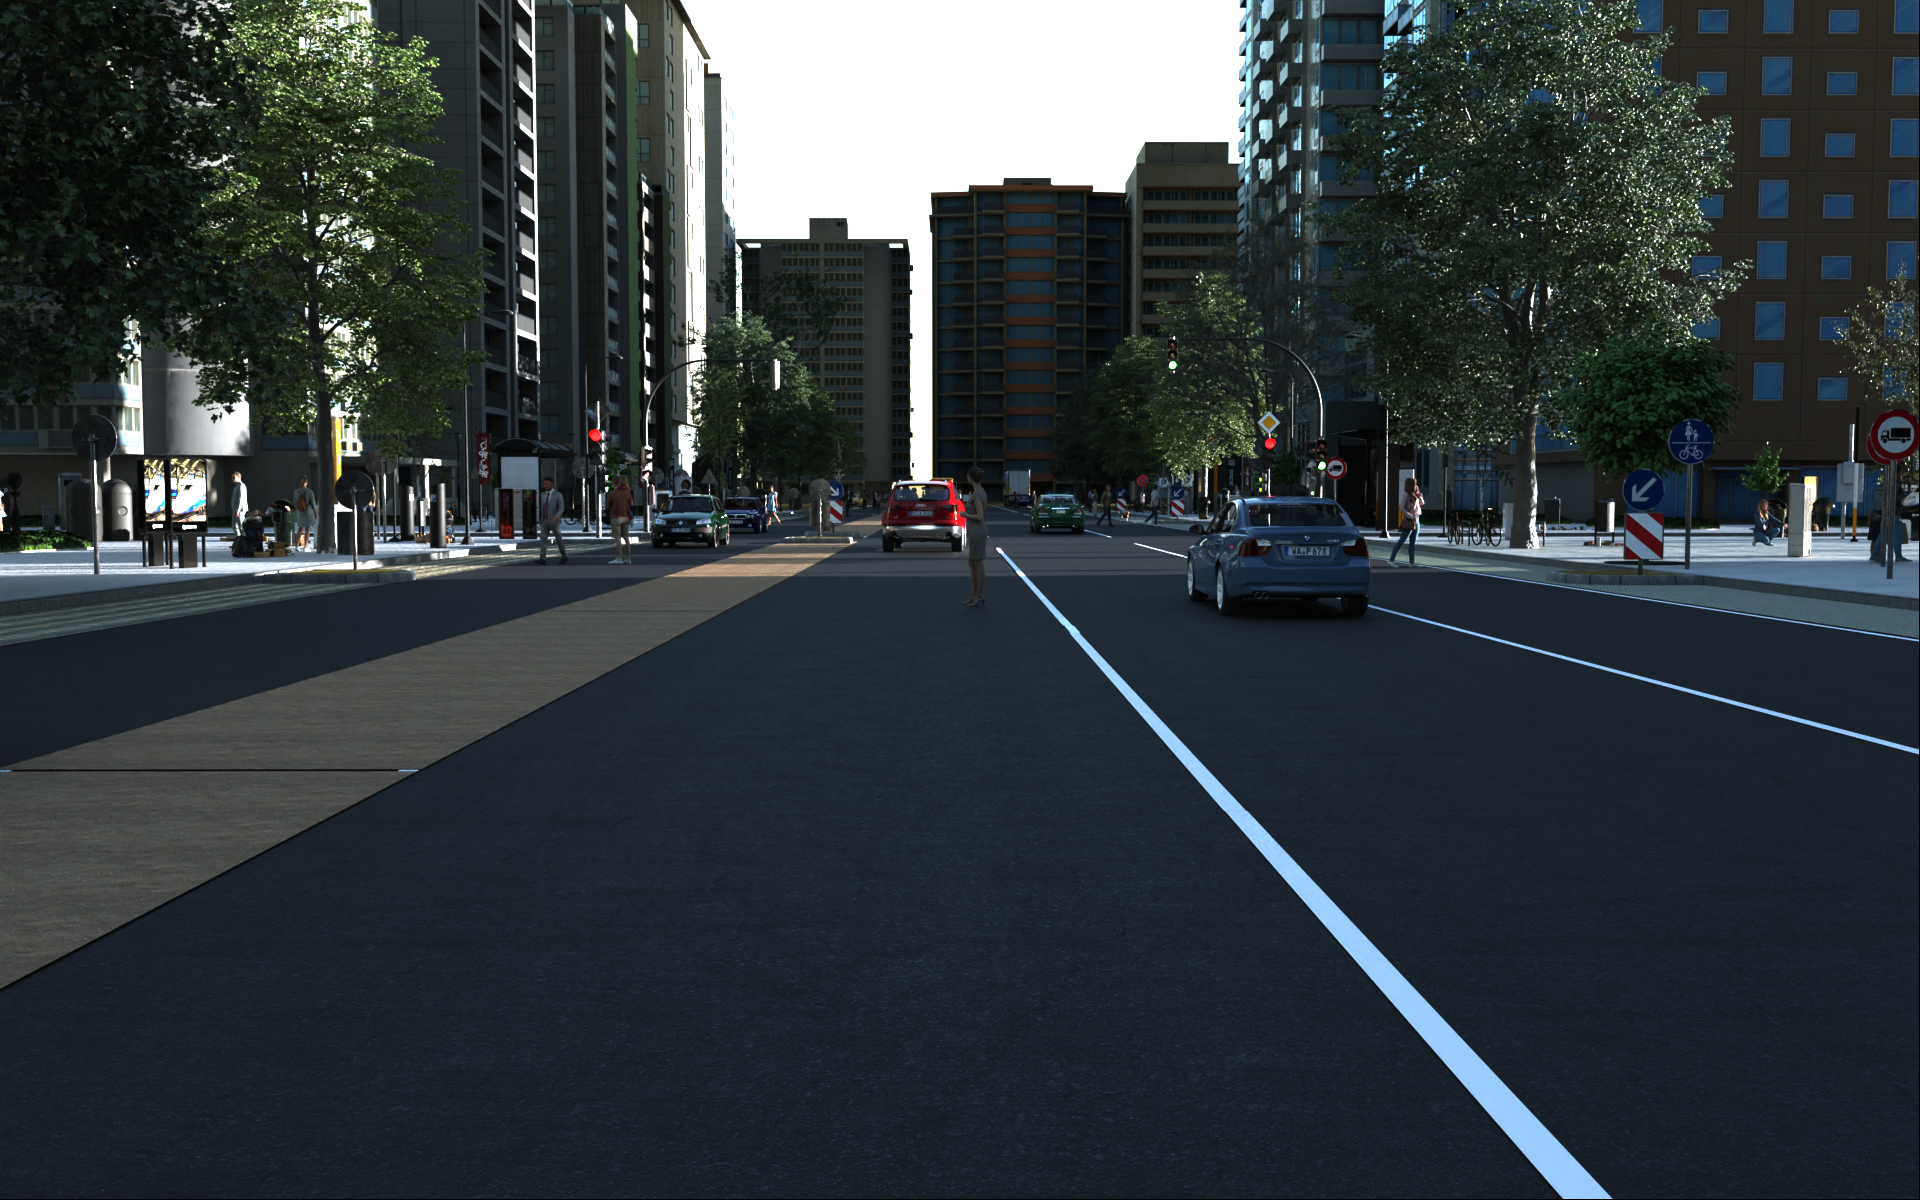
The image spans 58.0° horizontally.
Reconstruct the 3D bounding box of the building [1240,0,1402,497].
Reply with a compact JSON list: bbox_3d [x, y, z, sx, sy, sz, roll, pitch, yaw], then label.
[{"bbox_3d":[37.459,-32.345,148.450,23.786,49.044,30.456,0,4,0],"label":"building"}]

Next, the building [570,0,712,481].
[{"bbox_3d":[-41.336,-36.144,180.195,27.495,52.752,28.713,0,4,0],"label":"building"}]

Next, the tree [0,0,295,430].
[{"bbox_3d":[-12.915,-6.369,21.135,9.611,12.733,9.660,0,3,0],"label":"tree"}]

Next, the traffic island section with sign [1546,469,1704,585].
[{"bbox_3d":[10.627,-1.184,27.992,1.989,1.847,2.006,0,4,0],"label":"traffic island section with sign"}]

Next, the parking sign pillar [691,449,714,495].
[{"bbox_3d":[-15.112,-6.928,101.744,1.447,3.967,1.447,-1,4,-16],"label":"parking sign pillar"}]

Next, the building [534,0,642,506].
[{"bbox_3d":[-34.175,-27.927,140.205,14.154,41.232,14.086,0,4,0],"label":"building"}]

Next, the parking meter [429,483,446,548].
[{"bbox_3d":[-12.412,-2.003,41.156,0.372,1.533,0.369,0,3,0],"label":"parking meter"}]

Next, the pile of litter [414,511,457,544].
[{"bbox_3d":[-13.718,-1.918,45.321,1.176,0.858,1.719,0,4,-4],"label":"pile of litter"}]

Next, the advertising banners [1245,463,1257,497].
[{"bbox_3d":[16.522,-6.201,97.576,0.090,3.025,2.074,-1,4,-16],"label":"advertising banners"}]

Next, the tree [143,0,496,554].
[{"bbox_3d":[-14.100,-7.281,37.170,7.486,12.596,7.792,0,3,0],"label":"tree"}]

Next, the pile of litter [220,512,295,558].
[{"bbox_3d":[-14.256,-1.321,35.562,1.176,0.858,1.719,1,4,19],"label":"pile of litter"}]

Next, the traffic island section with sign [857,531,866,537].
[{"bbox_3d":[-4.205,-3.063,58.220,2.006,1.907,1.989,0,4,0],"label":"traffic island section with sign"}]

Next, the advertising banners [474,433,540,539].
[{"bbox_3d":[-12.907,-3.251,49.339,2.074,3.025,0.090,1,4,17],"label":"advertising banners"}]

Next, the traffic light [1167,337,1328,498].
[{"bbox_3d":[8.354,-4.632,50.400,4.771,5.953,1.251,0,4,0],"label":"traffic light"}]

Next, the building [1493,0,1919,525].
[{"bbox_3d":[33.579,-26.166,77.930,14.200,45.320,14.600,0,4,0],"label":"building"}]

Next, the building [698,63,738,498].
[{"bbox_3d":[-45.483,-42.708,240.273,28.212,58.520,21.231,0,4,0],"label":"building"}]

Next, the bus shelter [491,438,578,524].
[{"bbox_3d":[-15.884,-4.336,64.825,2.014,3.302,5.546,0,4,0],"label":"bus shelter"}]

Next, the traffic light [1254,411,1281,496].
[{"bbox_3d":[10.393,-4.258,58.540,0.839,4.253,0.868,0,4,0],"label":"traffic light"}]

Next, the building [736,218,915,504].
[{"bbox_3d":[-18.670,-33.915,246.384,23.993,40.220,32.217,0,4,0],"label":"building"}]

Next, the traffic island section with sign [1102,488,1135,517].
[{"bbox_3d":[10.107,-6.227,110.432,1.989,1.847,2.006,0,4,0],"label":"traffic island section with sign"}]

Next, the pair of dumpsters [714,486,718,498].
[{"bbox_3d":[-16.437,-6.619,110.708,1.574,2.255,4.437,0,4,0],"label":"pair of dumpsters"}]

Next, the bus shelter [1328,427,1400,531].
[{"bbox_3d":[15.002,-4.411,63.399,1.731,3.624,6.357,0,4,0],"label":"bus shelter"}]

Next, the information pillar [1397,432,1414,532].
[{"bbox_3d":[15.029,-4.097,58.347,0.504,3.616,0.183,2,4,24],"label":"information pillar"}]

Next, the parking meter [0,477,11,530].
[{"bbox_3d":[-33.496,-3.358,60.615,0.255,1.863,0.399,1,4,16],"label":"parking meter"}]

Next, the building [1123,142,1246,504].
[{"bbox_3d":[33.804,-37.765,241.159,21.600,48.544,21.300,0,4,0],"label":"building"}]

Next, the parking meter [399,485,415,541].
[{"bbox_3d":[-15.155,-2.389,47.464,0.372,1.533,0.369,0,3,0],"label":"parking meter"}]

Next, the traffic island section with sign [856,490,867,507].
[{"bbox_3d":[-11.123,-10.986,188.253,1.989,1.847,2.006,0,4,0],"label":"traffic island section with sign"}]

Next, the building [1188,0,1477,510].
[{"bbox_3d":[37.127,-52.952,178.436,22.319,86.520,31.000,0,4,0],"label":"building"}]

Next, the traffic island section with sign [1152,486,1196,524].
[{"bbox_3d":[10.283,-4.578,83.478,1.989,1.847,2.006,0,4,0],"label":"traffic island section with sign"}]

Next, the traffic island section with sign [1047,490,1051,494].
[{"bbox_3d":[9.599,-11.001,188.500,1.989,1.847,2.006,0,4,0],"label":"traffic island section with sign"}]

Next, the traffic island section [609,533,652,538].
[{"bbox_3d":[-10.607,-2.217,58.523,2.009,0.180,2.903,0,4,0],"label":"traffic island section"}]

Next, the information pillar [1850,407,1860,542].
[{"bbox_3d":[24.138,-3.382,46.649,0.183,3.616,0.504,2,4,28],"label":"information pillar"}]

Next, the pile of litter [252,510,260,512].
[{"bbox_3d":[-19.461,-2.037,47.278,1.719,0.858,1.176,3,5,43],"label":"pile of litter"}]

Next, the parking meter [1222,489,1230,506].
[{"bbox_3d":[12.968,-4.656,84.543,0.372,1.533,0.369,0,3,0],"label":"parking meter"}]

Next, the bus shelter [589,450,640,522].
[{"bbox_3d":[-15.888,-5.317,80.856,2.014,3.302,5.546,0,4,0],"label":"bus shelter"}]

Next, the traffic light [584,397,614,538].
[{"bbox_3d":[-10.515,-3.760,50.403,0.839,4.253,0.868,0,4,0],"label":"traffic light"}]

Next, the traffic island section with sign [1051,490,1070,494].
[{"bbox_3d":[9.771,-9.353,161.546,1.989,1.847,2.006,0,4,0],"label":"traffic island section with sign"}]

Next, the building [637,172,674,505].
[{"bbox_3d":[-33.851,-23.444,155.006,14.160,30.474,14.107,0,4,0],"label":"building"}]

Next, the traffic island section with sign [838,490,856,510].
[{"bbox_3d":[-10.950,-9.317,160.961,1.989,1.847,2.006,0,4,0],"label":"traffic island section with sign"}]

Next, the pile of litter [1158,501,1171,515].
[{"bbox_3d":[12.735,-5.706,107.252,1.719,0.858,1.176,-3,5,-45],"label":"pile of litter"}]

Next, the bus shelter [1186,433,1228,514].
[{"bbox_3d":[15.847,-8.185,111.460,2.179,5.291,8.768,0,4,0],"label":"bus shelter"}]

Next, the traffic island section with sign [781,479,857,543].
[{"bbox_3d":[-4.167,-2.610,50.813,2.006,1.907,1.989,0,4,0],"label":"traffic island section with sign"}]

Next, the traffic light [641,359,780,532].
[{"bbox_3d":[-8.476,-5.123,58.437,4.771,5.953,1.251,0,4,0],"label":"traffic light"}]

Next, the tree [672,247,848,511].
[{"bbox_3d":[-15.352,-16.999,133.827,12.611,20.169,13.585,0,3,0],"label":"tree"}]

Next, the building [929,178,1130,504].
[{"bbox_3d":[8.563,-35.948,242.372,28.867,44.769,22.147,0,4,0],"label":"building"}]

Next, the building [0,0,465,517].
[{"bbox_3d":[-42.017,-23.935,83.215,32.217,40.220,23.993,0,4,0],"label":"building"}]

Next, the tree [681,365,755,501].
[{"bbox_3d":[-13.611,-9.028,97.965,4.737,8.622,4.395,0,3,0],"label":"tree"}]

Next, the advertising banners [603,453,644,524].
[{"bbox_3d":[-14.314,-4.789,74.494,2.074,3.025,0.090,0,4,1],"label":"advertising banners"}]

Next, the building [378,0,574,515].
[{"bbox_3d":[-36.789,-41.241,112.549,20.563,71.187,20.611,0,4,0],"label":"building"}]

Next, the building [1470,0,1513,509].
[{"bbox_3d":[36.494,-48.927,112.625,22.319,86.520,31.000,0,4,0],"label":"building"}]

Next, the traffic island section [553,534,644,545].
[{"bbox_3d":[-10.556,-1.728,50.538,2.009,0.180,2.903,0,4,0],"label":"traffic island section"}]
